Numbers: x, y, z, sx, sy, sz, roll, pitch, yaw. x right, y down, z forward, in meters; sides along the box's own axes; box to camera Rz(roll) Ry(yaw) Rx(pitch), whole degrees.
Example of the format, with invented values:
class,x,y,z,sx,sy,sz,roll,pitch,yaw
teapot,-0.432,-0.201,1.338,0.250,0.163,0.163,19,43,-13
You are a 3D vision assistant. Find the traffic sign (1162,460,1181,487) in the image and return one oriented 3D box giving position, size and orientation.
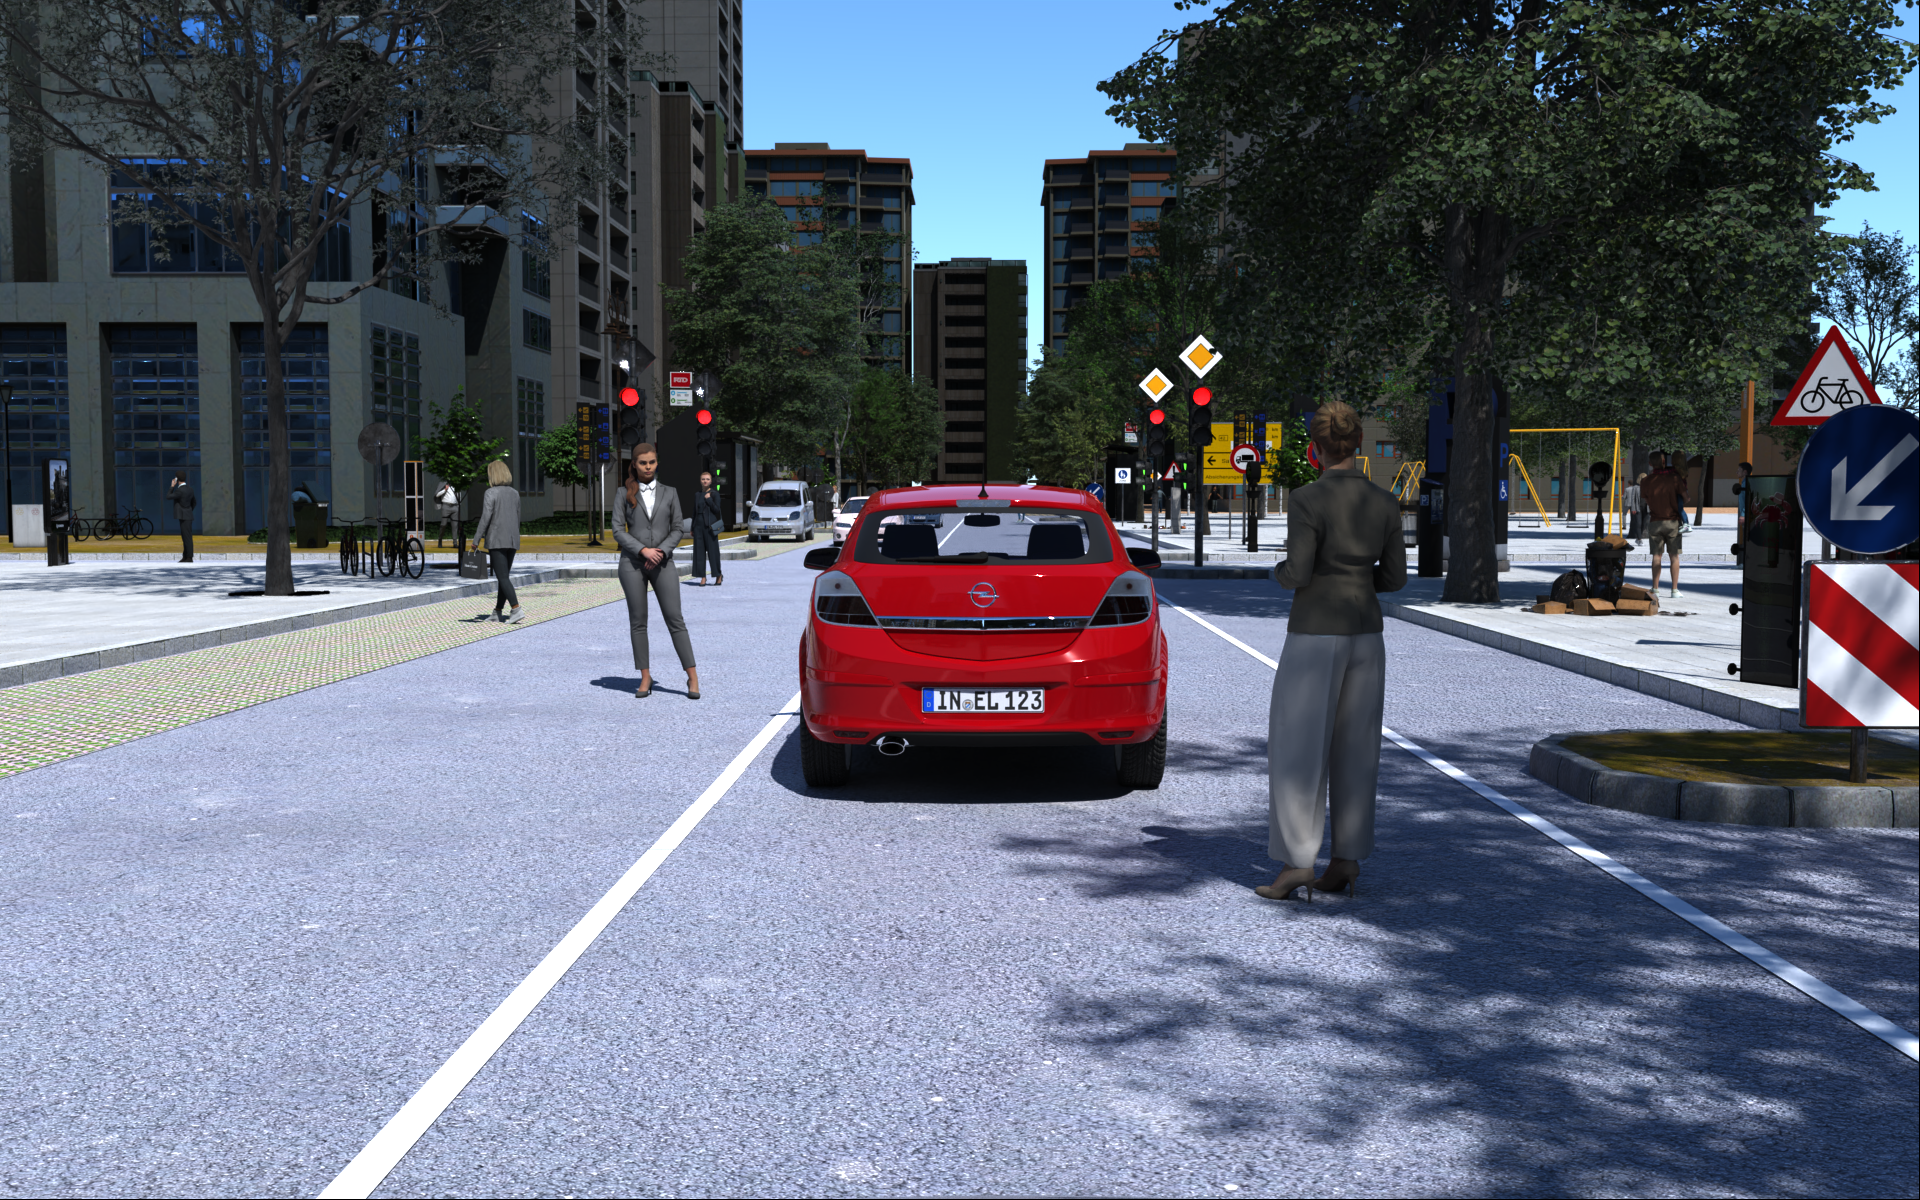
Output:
class,x,y,z,sx,sy,sz,roll,pitch,yaw
traffic sign,8.132,-4.030,65.887,0.884,2.594,0.081,1,4,8

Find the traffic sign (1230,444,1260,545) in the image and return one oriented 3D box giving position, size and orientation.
class,x,y,z,sx,sy,sz,roll,pitch,yaw
traffic sign,7.196,-2.673,43.814,0.768,2.556,0.104,0,4,5

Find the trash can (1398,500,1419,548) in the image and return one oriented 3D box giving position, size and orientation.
class,x,y,z,sx,sy,sz,roll,pitch,yaw
trash can,10.669,-1.820,41.404,0.748,1.137,0.748,0,3,0

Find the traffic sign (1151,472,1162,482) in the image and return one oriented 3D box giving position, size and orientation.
class,x,y,z,sx,sy,sz,roll,pitch,yaw
traffic sign,9.864,-5.389,87.850,0.795,2.593,0.064,1,4,9

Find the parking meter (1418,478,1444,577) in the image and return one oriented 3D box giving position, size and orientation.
class,x,y,z,sx,sy,sz,roll,pitch,yaw
parking meter,7.288,-1.124,26.790,0.372,1.533,0.369,0,3,0

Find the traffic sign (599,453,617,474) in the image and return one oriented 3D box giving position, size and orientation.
class,x,y,z,sx,sy,sz,roll,pitch,yaw
traffic sign,-9.742,-2.904,47.206,0.795,2.593,0.064,0,4,5

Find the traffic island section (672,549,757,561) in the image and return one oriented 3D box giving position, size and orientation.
class,x,y,z,sx,sy,sz,roll,pitch,yaw
traffic island section,-5.671,-1.010,38.795,2.009,0.180,2.903,0,4,1

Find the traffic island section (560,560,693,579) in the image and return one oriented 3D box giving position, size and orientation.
class,x,y,z,sx,sy,sz,roll,pitch,yaw
traffic island section,-5.795,-0.522,30.811,2.009,0.180,2.903,0,4,1

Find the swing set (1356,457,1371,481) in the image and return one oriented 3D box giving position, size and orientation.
class,x,y,z,sx,sy,sz,roll,pitch,yaw
swing set,15.971,-4.641,73.504,3.119,2.851,2.862,2,4,28

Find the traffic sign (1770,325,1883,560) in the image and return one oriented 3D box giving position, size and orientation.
class,x,y,z,sx,sy,sz,roll,pitch,yaw
traffic sign,6.731,-0.821,13.434,0.884,2.594,0.081,1,4,10

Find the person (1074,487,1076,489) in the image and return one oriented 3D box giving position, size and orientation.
class,x,y,z,sx,sy,sz,roll,pitch,yaw
person,7.398,-6.428,111.566,0.576,1.772,0.534,3,4,39

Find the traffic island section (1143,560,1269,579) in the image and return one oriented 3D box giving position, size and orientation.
class,x,y,z,sx,sy,sz,roll,pitch,yaw
traffic island section,4.245,-0.512,30.650,2.009,0.180,2.903,0,4,1

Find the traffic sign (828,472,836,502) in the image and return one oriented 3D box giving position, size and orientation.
class,x,y,z,sx,sy,sz,roll,pitch,yaw
traffic sign,-7.578,-6.134,100.402,0.768,2.556,0.104,1,4,9

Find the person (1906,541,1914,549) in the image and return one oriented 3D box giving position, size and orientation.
class,x,y,z,sx,sy,sz,roll,pitch,yaw
person,8.801,-0.633,16.244,0.661,1.843,0.795,-1,4,-9

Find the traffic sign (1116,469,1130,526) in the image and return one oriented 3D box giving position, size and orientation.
class,x,y,z,sx,sy,sz,roll,pitch,yaw
traffic sign,6.427,-4.055,68.429,0.606,2.300,0.079,0,4,1

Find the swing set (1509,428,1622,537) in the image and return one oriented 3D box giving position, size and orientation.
class,x,y,z,sx,sy,sz,roll,pitch,yaw
swing set,14.401,-2.691,41.613,3.119,2.851,2.862,2,4,27

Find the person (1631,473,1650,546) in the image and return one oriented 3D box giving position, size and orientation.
class,x,y,z,sx,sy,sz,roll,pitch,yaw
person,16.913,-2.237,42.808,0.709,1.800,0.728,0,4,0

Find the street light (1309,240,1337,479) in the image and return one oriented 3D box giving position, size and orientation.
class,x,y,z,sx,sy,sz,roll,pitch,yaw
street light,6.237,-3.491,29.861,0.468,5.910,1.993,0,4,1

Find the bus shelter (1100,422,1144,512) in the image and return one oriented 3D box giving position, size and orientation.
class,x,y,z,sx,sy,sz,roll,pitch,yaw
bus shelter,8.776,-7.130,94.202,2.179,5.291,8.768,0,4,1

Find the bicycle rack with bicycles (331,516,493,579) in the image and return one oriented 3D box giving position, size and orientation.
class,x,y,z,sx,sy,sz,roll,pitch,yaw
bicycle rack with bicycles,-8.520,-0.848,27.251,2.852,0.926,2.925,-1,4,-22

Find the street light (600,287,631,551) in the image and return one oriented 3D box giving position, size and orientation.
class,x,y,z,sx,sy,sz,roll,pitch,yaw
street light,-7.668,-4.046,38.935,0.468,5.910,1.993,0,4,1

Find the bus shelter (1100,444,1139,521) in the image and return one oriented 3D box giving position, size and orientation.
class,x,y,z,sx,sy,sz,roll,pitch,yaw
bus shelter,7.891,-5.708,84.616,1.731,3.624,6.357,0,4,1

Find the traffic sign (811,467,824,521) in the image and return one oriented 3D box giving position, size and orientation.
class,x,y,z,sx,sy,sz,roll,pitch,yaw
traffic sign,-6.798,-5.009,82.004,0.768,2.556,0.104,0,4,8

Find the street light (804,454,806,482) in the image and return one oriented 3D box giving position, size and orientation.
class,x,y,z,sx,sy,sz,roll,pitch,yaw
street light,-7.068,-6.489,78.888,0.468,5.910,1.993,0,4,1

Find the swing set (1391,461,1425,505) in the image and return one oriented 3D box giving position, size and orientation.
class,x,y,z,sx,sy,sz,roll,pitch,yaw
swing set,22.167,-5.329,84.757,2.862,2.851,3.119,0,4,2

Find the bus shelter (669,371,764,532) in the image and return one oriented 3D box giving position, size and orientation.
class,x,y,z,sx,sy,sz,roll,pitch,yaw
bus shelter,-8.357,-4.993,59.260,2.179,5.291,8.768,0,4,1

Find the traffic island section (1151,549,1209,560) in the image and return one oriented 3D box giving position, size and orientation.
class,x,y,z,sx,sy,sz,roll,pitch,yaw
traffic island section,4.369,-1.000,38.634,2.009,0.180,2.903,0,4,1

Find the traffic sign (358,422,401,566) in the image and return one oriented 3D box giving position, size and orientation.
class,x,y,z,sx,sy,sz,roll,pitch,yaw
traffic sign,-10.270,-1.867,30.630,0.768,2.556,0.104,0,4,2

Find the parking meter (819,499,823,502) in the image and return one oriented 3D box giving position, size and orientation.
class,x,y,z,sx,sy,sz,roll,pitch,yaw
parking meter,-8.486,-5.915,105.120,0.372,1.533,0.369,0,3,0

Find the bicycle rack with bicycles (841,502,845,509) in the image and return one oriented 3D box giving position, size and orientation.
class,x,y,z,sx,sy,sz,roll,pitch,yaw
bicycle rack with bicycles,-8.542,-6.076,112.729,2.925,0.926,2.852,0,4,-8

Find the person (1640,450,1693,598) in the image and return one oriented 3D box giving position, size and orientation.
class,x,y,z,sx,sy,sz,roll,pitch,yaw
person,8.789,-0.946,21.483,0.580,1.828,0.573,-1,4,-18

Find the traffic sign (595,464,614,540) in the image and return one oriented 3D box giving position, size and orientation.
class,x,y,z,sx,sy,sz,roll,pitch,yaw
traffic sign,-10.005,-2.943,48.221,0.768,2.556,0.104,1,4,11

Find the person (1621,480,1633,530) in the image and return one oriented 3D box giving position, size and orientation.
class,x,y,z,sx,sy,sz,roll,pitch,yaw
person,24.119,-3.440,62.485,0.606,1.804,0.583,-1,4,-13

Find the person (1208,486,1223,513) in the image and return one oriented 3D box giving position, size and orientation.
class,x,y,z,sx,sy,sz,roll,pitch,yaw
person,17.263,-6.808,117.372,1.348,1.822,0.705,-3,4,-38

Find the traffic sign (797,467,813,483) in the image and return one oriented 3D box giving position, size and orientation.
class,x,y,z,sx,sy,sz,roll,pitch,yaw
traffic sign,-7.279,-4.965,81.290,0.768,2.556,0.104,1,4,10

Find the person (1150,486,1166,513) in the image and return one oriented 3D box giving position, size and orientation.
class,x,y,z,sx,sy,sz,roll,pitch,yaw
person,13.744,-6.945,119.680,1.350,1.814,0.705,-2,4,-28

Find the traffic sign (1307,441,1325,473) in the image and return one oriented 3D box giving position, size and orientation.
class,x,y,z,sx,sy,sz,roll,pitch,yaw
traffic sign,7.889,-2.290,37.541,0.768,2.556,0.104,0,4,5

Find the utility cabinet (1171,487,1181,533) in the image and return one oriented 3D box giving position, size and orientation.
class,x,y,z,sx,sy,sz,roll,pitch,yaw
utility cabinet,7.024,-2.912,56.295,0.318,1.500,1.173,0,4,6

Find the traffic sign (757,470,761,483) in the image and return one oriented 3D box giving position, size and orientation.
class,x,y,z,sx,sy,sz,roll,pitch,yaw
traffic sign,-10.578,-5.434,88.949,0.768,2.556,0.104,0,4,7

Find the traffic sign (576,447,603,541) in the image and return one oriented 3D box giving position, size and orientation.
class,x,y,z,sx,sy,sz,roll,pitch,yaw
traffic sign,-10.014,-2.858,46.837,0.768,2.556,0.104,1,4,10

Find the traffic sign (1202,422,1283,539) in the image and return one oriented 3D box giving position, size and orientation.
class,x,y,z,sx,sy,sz,roll,pitch,yaw
traffic sign,7.965,-3.367,48.921,2.265,3.308,0.079,0,4,4
